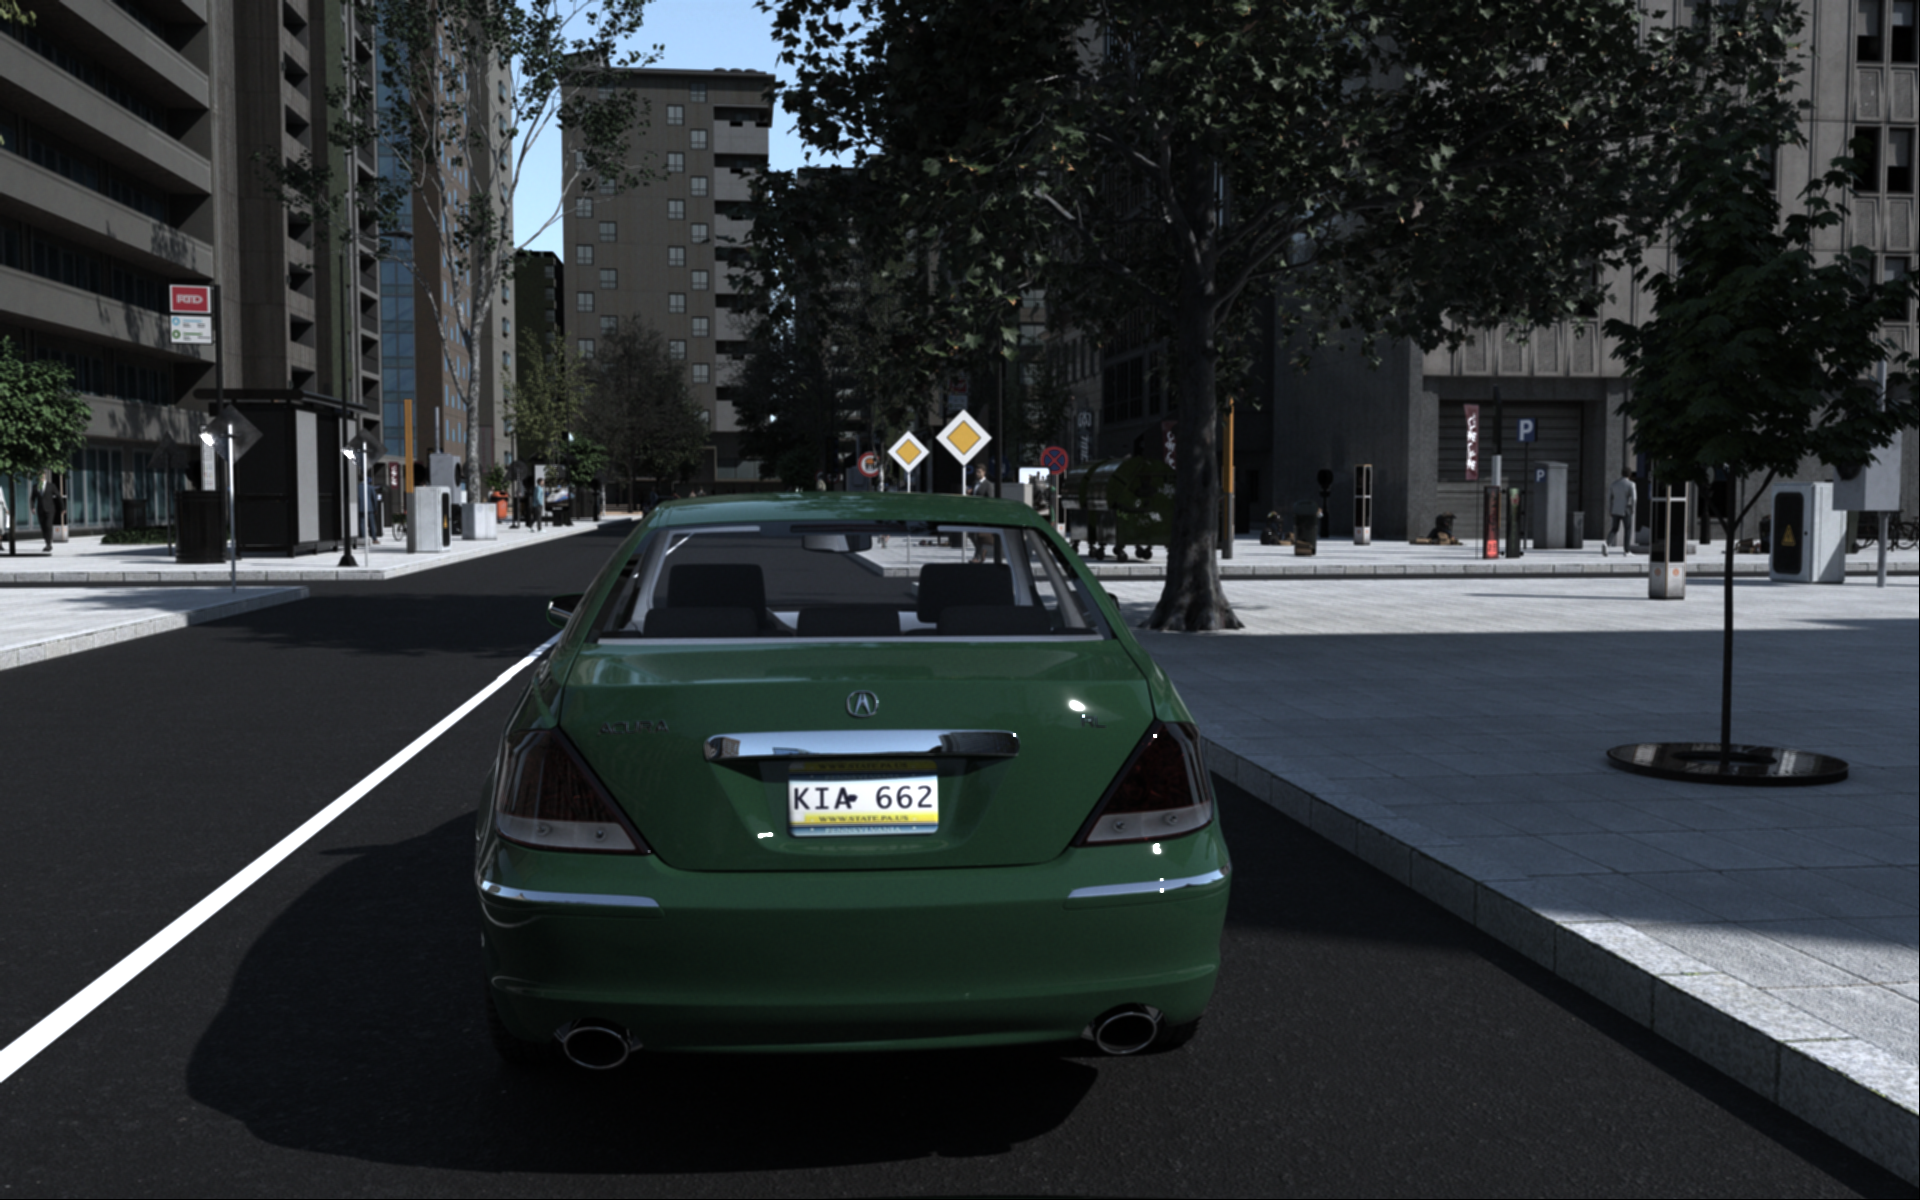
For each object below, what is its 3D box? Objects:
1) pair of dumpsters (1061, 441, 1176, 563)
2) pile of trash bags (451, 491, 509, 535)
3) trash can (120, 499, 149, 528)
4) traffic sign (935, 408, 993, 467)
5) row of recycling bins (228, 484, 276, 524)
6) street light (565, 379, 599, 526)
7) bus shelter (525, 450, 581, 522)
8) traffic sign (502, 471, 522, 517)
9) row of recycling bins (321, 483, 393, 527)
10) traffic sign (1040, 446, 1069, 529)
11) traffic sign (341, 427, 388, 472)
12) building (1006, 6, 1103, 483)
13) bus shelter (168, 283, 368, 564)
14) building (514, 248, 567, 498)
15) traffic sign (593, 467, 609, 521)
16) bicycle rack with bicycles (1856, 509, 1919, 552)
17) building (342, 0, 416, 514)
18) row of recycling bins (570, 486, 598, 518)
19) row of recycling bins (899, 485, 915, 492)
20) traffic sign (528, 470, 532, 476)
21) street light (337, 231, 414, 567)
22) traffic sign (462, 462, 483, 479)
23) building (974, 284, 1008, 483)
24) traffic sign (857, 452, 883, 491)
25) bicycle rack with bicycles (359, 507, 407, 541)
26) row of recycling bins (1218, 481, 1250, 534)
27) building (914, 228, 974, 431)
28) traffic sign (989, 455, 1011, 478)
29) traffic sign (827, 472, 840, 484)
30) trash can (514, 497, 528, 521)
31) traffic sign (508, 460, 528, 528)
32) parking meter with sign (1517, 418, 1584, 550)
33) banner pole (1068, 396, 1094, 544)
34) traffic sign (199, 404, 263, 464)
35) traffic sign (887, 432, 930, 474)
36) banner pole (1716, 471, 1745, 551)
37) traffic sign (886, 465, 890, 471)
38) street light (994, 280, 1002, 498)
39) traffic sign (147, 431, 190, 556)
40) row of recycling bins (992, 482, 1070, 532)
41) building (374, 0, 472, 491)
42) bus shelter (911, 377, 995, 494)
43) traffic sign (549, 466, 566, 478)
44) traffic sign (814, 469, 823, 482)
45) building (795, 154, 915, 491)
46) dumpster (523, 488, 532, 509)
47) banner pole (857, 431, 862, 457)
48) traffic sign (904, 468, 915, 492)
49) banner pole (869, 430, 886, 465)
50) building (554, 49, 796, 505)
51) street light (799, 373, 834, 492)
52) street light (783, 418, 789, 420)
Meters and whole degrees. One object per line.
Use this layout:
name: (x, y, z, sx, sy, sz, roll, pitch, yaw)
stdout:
pair of dumpsters: (3.154, -1.926, 33.984, 1.574, 2.255, 4.437, 0, 4, -7)
pile of trash bags: (-15.806, -2.803, 55.585, 1.912, 1.369, 3.447, 2, 4, 29)
trash can: (-23.336, -2.283, 48.985, 0.748, 1.137, 0.748, 0, 3, 0)
traffic sign: (0.072, -1.311, 23.617, 0.795, 2.593, 0.064, 0, 4, -7)
row of recycling bins: (-28.146, -3.711, 67.783, 3.534, 1.692, 1.069, 1, 4, 21)
street light: (-15.261, -5.957, 69.930, 1.470, 5.913, 1.316, 0, 4, -7)
bus shelter: (-19.150, -5.379, 81.868, 2.014, 3.302, 5.546, 0, 4, -7)
traffic sign: (-17.913, -4.249, 69.479, 0.884, 2.594, 0.081, 0, 3, 0)
row of recycling bins: (-23.689, -3.667, 67.070, 3.534, 1.692, 1.069, 0, 4, 6)
traffic sign: (2.482, -2.787, 45.679, 0.768, 2.556, 0.104, 0, 4, -5)
traffic sign: (-10.439, -1.724, 30.379, 0.795, 2.593, 0.064, 0, 4, -7)
building: (10.049, -26.758, 121.083, 14.154, 41.232, 14.086, 0, 4, -7)
bus shelter: (-14.328, -3.564, 35.911, 2.179, 5.291, 8.768, 0, 4, -7)
building: (-54.417, -26.582, 206.323, 14.107, 30.474, 14.160, 0, 4, -7)
traffic sign: (-17.393, -5.112, 83.588, 0.884, 2.594, 0.081, 0, 4, -4)
bicycle rack with bicycles: (21.537, -1.622, 39.904, 2.852, 0.926, 2.925, -1, 4, -14)
building: (-46.820, -41.144, 110.954, 20.563, 71.187, 20.611, 0, 4, -7)
row of recycling bins: (-20.515, -5.226, 92.564, 1.069, 1.692, 3.534, 1, 4, 22)
row of recycling bins: (-1.910, -4.273, 76.983, 1.069, 1.692, 3.534, -1, 4, -21)
traffic sign: (-21.749, -5.425, 88.810, 0.768, 2.556, 0.104, 0, 4, -3)
street light: (-10.329, -3.552, 30.621, 1.470, 5.913, 1.316, 0, 4, -7)
traffic sign: (-18.067, -3.918, 64.160, 0.768, 2.556, 0.104, 0, 4, -1)
building: (7.796, -22.239, 135.310, 14.160, 30.474, 14.107, 0, 4, -7)
traffic sign: (-2.708, -3.189, 52.251, 0.768, 2.556, 0.104, 0, 4, -5)
bicycle rack with bicycles: (-15.937, -2.100, 47.712, 2.852, 0.926, 2.925, 0, 3, 0)
row of recycling bins: (8.285, -2.959, 55.485, 1.069, 1.692, 3.534, 2, 4, 32)
building: (7.502, -38.587, 220.136, 27.495, 52.752, 28.713, 0, 4, -7)
traffic sign: (1.242, -3.408, 55.832, 0.768, 2.556, 0.104, 0, 4, -6)
traffic sign: (-6.467, -5.390, 88.237, 0.768, 2.556, 0.104, 0, 4, 1)
trash can: (-20.728, -4.290, 81.795, 0.748, 1.137, 0.748, 0, 3, 0)
traffic sign: (-16.709, -3.999, 65.493, 0.768, 2.556, 0.104, 0, 4, -4)
parking meter with sign: (13.737, -2.688, 40.203, 1.738, 3.016, 0.543, -2, 4, -29)
banner pole: (3.048, -3.315, 44.225, 0.863, 3.779, 0.401, 3, 4, 37)
traffic sign: (-9.451, -1.239, 22.455, 0.795, 2.593, 0.064, 0, 4, -7)
traffic sign: (-0.916, -1.795, 31.541, 0.795, 2.593, 0.064, 0, 4, -7)
banner pole: (17.374, -2.990, 38.898, 0.863, 3.779, 0.401, 0, 4, 0)
traffic sign: (-2.850, -3.725, 61.004, 0.768, 2.556, 0.104, 0, 4, 1)
street light: (-0.016, -3.121, 23.562, 1.470, 5.913, 1.316, 0, 4, -7)
traffic sign: (-16.291, -2.180, 35.645, 0.884, 2.594, 0.081, 0, 4, 2)
row of recycling bins: (2.444, -3.109, 57.940, 3.534, 1.692, 1.069, -2, 4, -28)
building: (-44.986, -29.356, 130.087, 14.600, 45.320, 14.200, 0, 4, -7)
bus shelter: (-0.480, -4.859, 57.080, 2.179, 5.291, 8.768, 0, 4, -7)
traffic sign: (-18.281, -4.803, 78.633, 0.768, 2.556, 0.104, 0, 4, -2)
traffic sign: (-7.084, -5.426, 88.821, 0.768, 2.556, 0.104, 0, 4, -4)
building: (-12.967, -32.241, 210.728, 14.086, 41.232, 14.154, 0, 4, -7)
dumpster: (-22.580, -5.298, 92.387, 1.264, 1.857, 1.865, 0, 4, -7)
banner pole: (-3.991, -4.839, 69.127, 0.401, 3.779, 0.863, 0, 4, 6)
traffic sign: (-1.725, -3.693, 62.507, 0.606, 2.300, 0.079, 0, 4, 2)
banner pole: (-2.793, -4.267, 59.776, 0.863, 3.779, 0.401, -3, 4, -37)
building: (-34.621, -38.272, 214.987, 27.495, 52.752, 28.713, 0, 4, -7)
street light: (-5.458, -5.751, 66.568, 1.470, 5.913, 1.316, 0, 4, -7)
street light: (-10.362, -8.167, 106.063, 1.470, 5.913, 1.316, 0, 4, -7)
